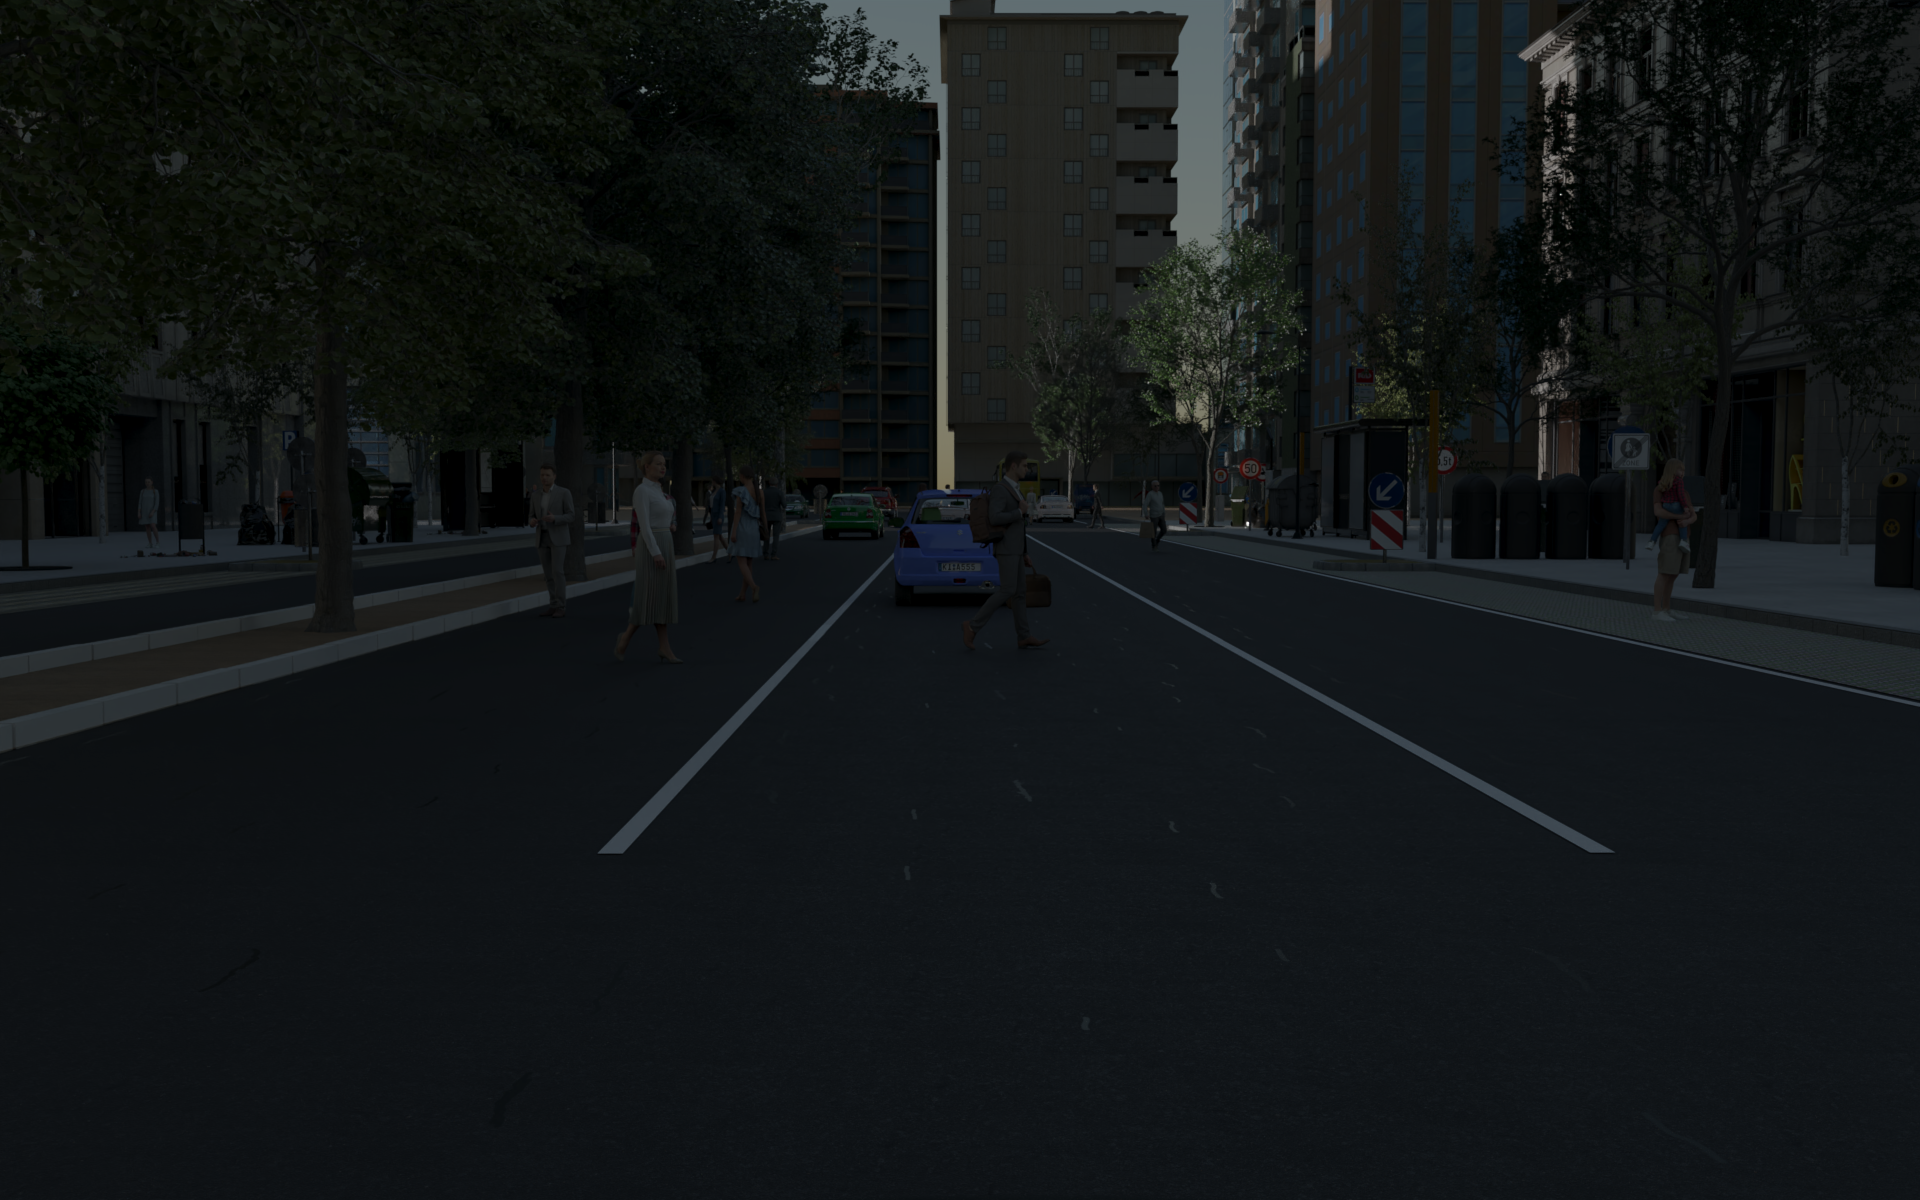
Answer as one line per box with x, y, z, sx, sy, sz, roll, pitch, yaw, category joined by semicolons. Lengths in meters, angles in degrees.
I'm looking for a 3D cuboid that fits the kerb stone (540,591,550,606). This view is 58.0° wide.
-5.417;-0.022;22.553;0.120;0.150;1.000;0;4;0;kerb stone

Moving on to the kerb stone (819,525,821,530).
-5.621;-2.779;67.668;0.120;0.150;1.000;0;4;0;kerb stone

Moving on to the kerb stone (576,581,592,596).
-5.426;-0.146;24.599;0.120;0.150;1.000;0;4;0;kerb stone

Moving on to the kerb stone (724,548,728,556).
-5.500;-1.088;39.991;0.120;0.150;1.000;0;4;0;kerb stone

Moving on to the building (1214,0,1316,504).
32.797;-31.374;132.566;23.786;49.044;30.456;0;4;0;building

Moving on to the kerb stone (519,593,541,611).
-5.415;0.041;21.525;0.120;0.150;1.000;0;4;0;kerb stone

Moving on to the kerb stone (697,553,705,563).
-5.478;-0.836;35.883;0.120;0.150;1.000;0;4;0;kerb stone

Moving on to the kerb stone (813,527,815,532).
-5.609;-2.593;64.598;0.120;0.150;1.000;0;4;0;kerb stone

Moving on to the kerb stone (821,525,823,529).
-5.622;-2.845;68.708;0.120;0.150;1.000;0;4;0;kerb stone

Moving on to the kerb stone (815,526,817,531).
-5.612;-2.651;65.620;0.120;0.150;1.000;0;4;0;kerb stone

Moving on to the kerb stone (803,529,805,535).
-5.591;-2.342;60.494;0.120;0.150;1.000;0;4;0;kerb stone

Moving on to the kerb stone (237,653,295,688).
-5.377;0.551;13.294;0.120;0.150;1.000;0;4;0;kerb stone

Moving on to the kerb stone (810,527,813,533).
-5.604;-2.531;63.573;0.120;0.150;1.000;0;4;0;kerb stone

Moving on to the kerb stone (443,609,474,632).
-5.401;0.229;18.446;0.120;0.150;1.000;0;4;0;kerb stone

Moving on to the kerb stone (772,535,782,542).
-5.553;-1.841;52.293;0.120;0.150;1.000;0;4;0;kerb stone

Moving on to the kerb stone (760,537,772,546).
-5.537;-1.653;49.215;0.120;0.150;1.000;0;4;0;kerb stone

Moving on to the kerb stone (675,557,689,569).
-5.473;-0.705;33.833;0.120;0.150;1.000;0;4;0;kerb stone

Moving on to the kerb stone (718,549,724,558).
-5.495;-1.026;38.966;0.120;0.150;1.000;0;4;0;kerb stone

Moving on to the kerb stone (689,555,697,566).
-5.470;-0.769;34.855;0.120;0.150;1.000;0;4;0;kerb stone

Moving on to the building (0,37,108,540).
-35.456;-14.092;34.928;19.350;26.468;34.151;0;4;0;building

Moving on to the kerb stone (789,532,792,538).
-5.570;-2.025;55.365;0.120;0.150;1.000;0;4;0;kerb stone

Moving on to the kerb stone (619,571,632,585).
-5.440;-0.335;27.673;0.120;0.150;1.000;0;4;0;kerb stone

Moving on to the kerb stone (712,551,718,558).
-5.488;-0.963;37.940;0.120;0.150;1.000;0;4;0;kerb stone

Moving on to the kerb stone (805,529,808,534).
-5.595;-2.405;61.520;0.120;0.150;1.000;0;4;0;kerb stone

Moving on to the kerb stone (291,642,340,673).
-5.381;0.487;14.316;0.120;0.150;1.000;0;4;0;kerb stone

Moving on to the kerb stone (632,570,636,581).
-5.447;-0.398;28.695;0.120;0.150;1.000;0;4;0;kerb stone

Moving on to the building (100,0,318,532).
-32.766;-14.950;62.463;12.078;24.808;19.932;0;4;0;building

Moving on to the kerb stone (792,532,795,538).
-5.571;-2.091;56.388;0.120;0.150;1.000;0;4;0;kerb stone

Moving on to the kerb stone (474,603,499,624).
-5.402;0.170;19.473;0.120;0.150;1.000;0;4;0;kerb stone

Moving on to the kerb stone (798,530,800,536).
-5.589;-2.217;58.437;0.120;0.150;1.000;0;4;0;kerb stone

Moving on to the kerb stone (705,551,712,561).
-5.477;-0.900;36.911;0.120;0.150;1.000;0;4;0;kerb stone

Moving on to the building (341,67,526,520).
-37.859;-47.952;96.691;22.319;86.520;31.000;0;4;0;building

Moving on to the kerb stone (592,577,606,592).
-5.436;-0.200;25.624;0.120;0.150;1.000;0;4;0;kerb stone

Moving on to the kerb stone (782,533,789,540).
-5.558;-1.966;54.338;0.120;0.150;1.000;0;4;0;kerb stone

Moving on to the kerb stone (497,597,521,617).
-5.416;0.104;20.503;0.120;0.150;1.000;0;4;0;kerb stone

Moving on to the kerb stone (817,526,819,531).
-5.615;-2.719;66.646;0.120;0.150;1.000;0;4;0;kerb stone

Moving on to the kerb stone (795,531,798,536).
-5.576;-2.153;57.415;0.120;0.150;1.000;0;4;0;kerb stone

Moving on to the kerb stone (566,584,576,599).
-5.425;-0.084;23.576;0.120;0.150;1.000;0;4;0;kerb stone

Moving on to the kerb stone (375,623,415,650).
-5.396;0.356;16.373;0.120;0.150;1.000;0;4;0;kerb stone

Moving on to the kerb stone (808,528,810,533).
-5.602;-2.464;62.542;0.120;0.150;1.000;0;4;0;kerb stone

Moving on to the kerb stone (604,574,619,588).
-5.436;-0.271;26.648;0.120;0.150;1.000;0;4;0;kerb stone

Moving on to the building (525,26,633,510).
-41.710;-31.530;135.128;30.456;49.044;23.786;0;4;0;building

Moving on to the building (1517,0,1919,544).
26.077;-12.991;63.312;10.553;20.767;40.483;0;4;0;building

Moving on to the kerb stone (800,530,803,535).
-5.589;-2.279;59.465;0.120;0.150;1.000;0;4;0;kerb stone

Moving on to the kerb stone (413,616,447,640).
-5.393;0.293;17.405;0.120;0.150;1.000;0;4;0;kerb stone

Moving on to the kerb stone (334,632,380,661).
-5.388;0.419;15.338;0.120;0.150;1.000;0;4;0;kerb stone
